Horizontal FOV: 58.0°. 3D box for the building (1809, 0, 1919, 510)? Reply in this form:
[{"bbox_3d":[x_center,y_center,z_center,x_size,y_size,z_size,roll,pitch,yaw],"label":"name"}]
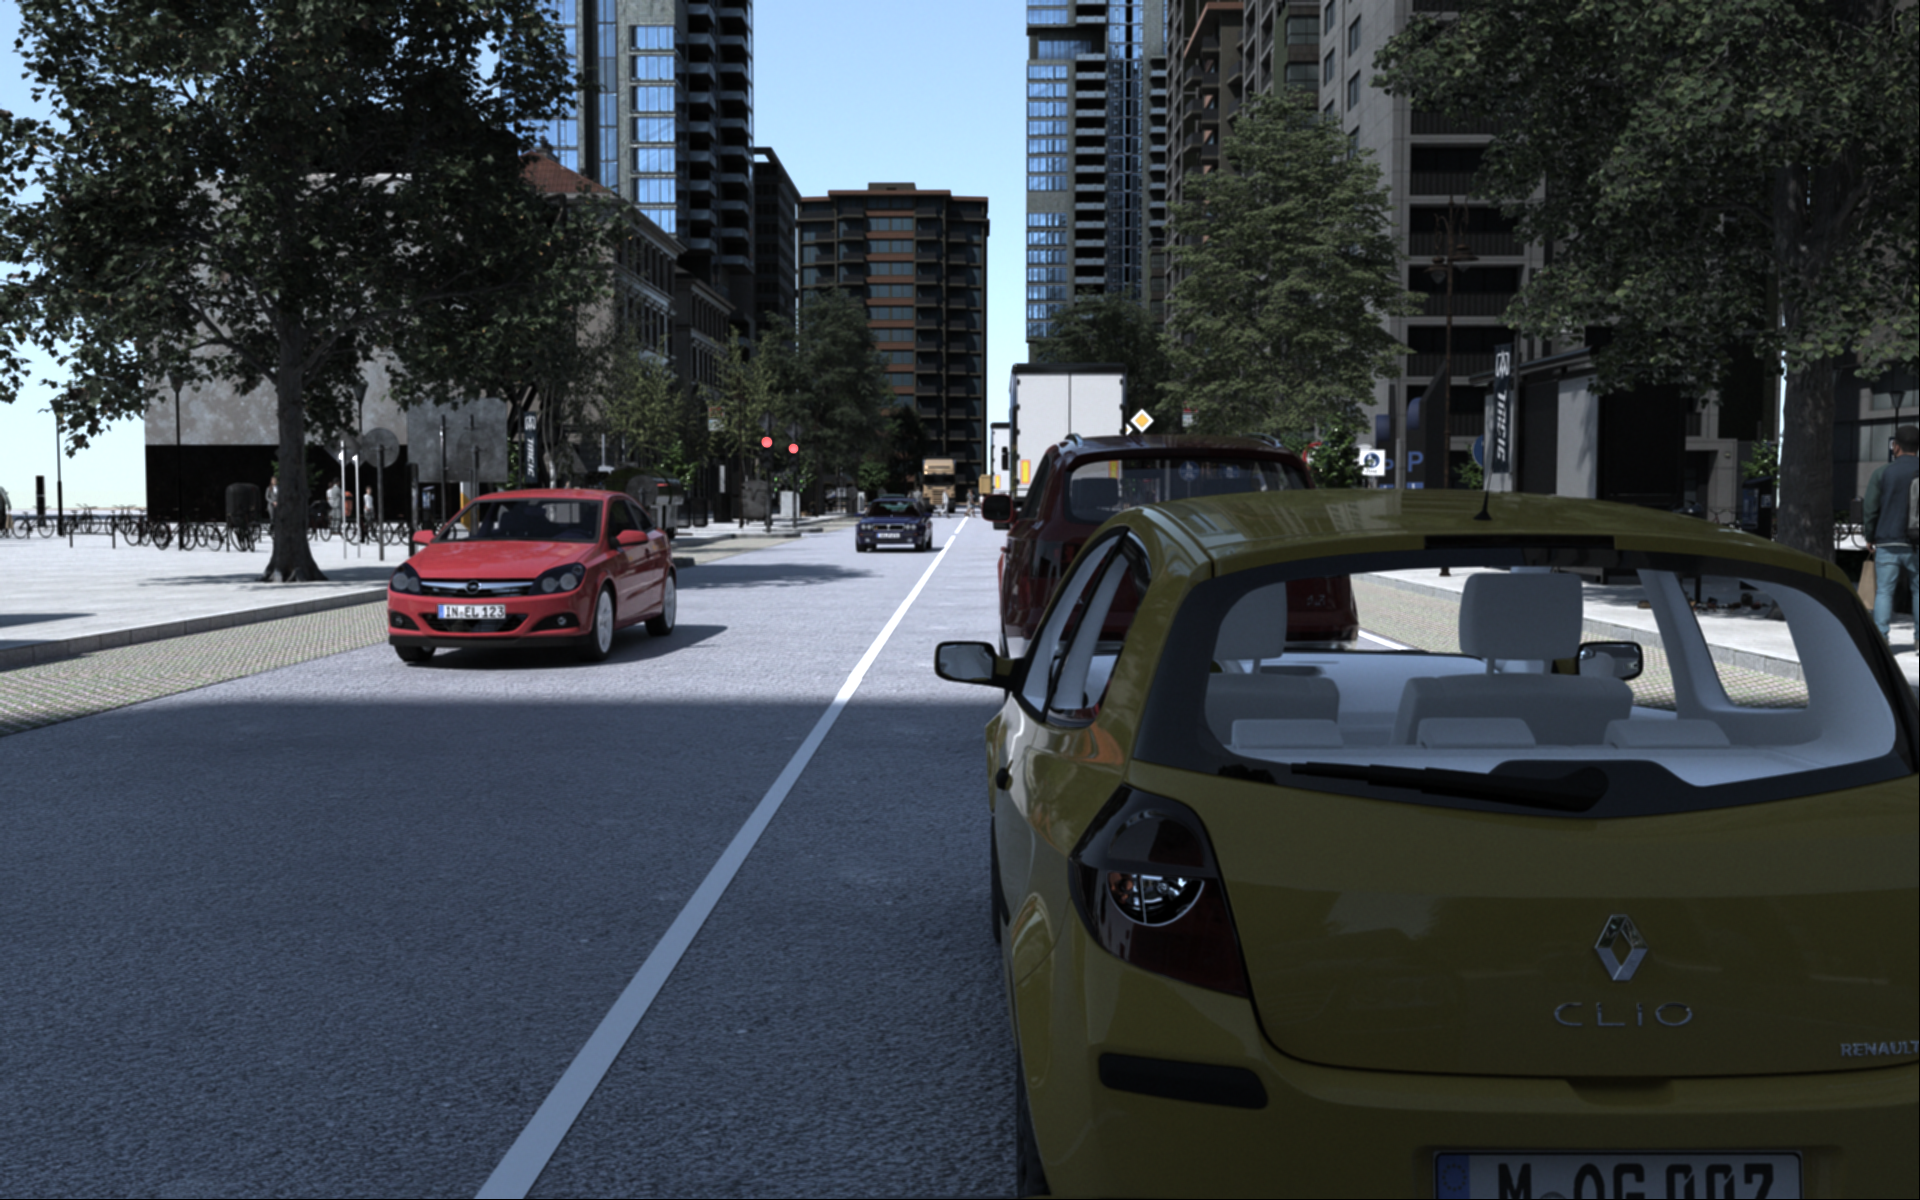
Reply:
[{"bbox_3d":[63.619,-30.613,89.767,27.495,52.752,28.713,0,4,1],"label":"building"}]

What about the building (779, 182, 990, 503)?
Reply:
[{"bbox_3d":[-10.235,-36.177,246.119,28.867,44.769,22.147,0,4,1],"label":"building"}]

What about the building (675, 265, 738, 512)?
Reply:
[{"bbox_3d":[-23.278,-16.237,130.107,10.561,19.102,19.286,0,4,1],"label":"building"}]

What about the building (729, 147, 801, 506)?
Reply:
[{"bbox_3d":[-30.039,-30.383,188.638,23.993,40.220,32.217,0,4,1],"label":"building"}]

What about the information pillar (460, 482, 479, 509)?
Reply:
[{"bbox_3d":[-11.972,-3.116,42.300,0.183,3.616,0.504,3,4,38],"label":"information pillar"}]

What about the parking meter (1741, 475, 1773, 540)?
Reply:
[{"bbox_3d":[10.707,-0.910,23.283,0.372,1.533,0.369,0,3,0],"label":"parking meter"}]

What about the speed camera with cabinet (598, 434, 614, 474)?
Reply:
[{"bbox_3d":[-11.604,-3.797,56.421,0.660,3.252,2.038,0,4,5],"label":"speed camera with cabinet"}]

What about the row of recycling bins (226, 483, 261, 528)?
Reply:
[{"bbox_3d":[-27.699,-3.655,66.868,1.069,1.692,3.534,-1,4,-14],"label":"row of recycling bins"}]

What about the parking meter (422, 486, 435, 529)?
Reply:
[{"bbox_3d":[-16.974,-2.871,55.355,0.372,1.533,0.369,0,3,0],"label":"parking meter"}]

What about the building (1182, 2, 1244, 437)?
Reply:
[{"bbox_3d":[31.622,-30.589,154.757,22.147,44.769,28.867,0,4,1],"label":"building"}]

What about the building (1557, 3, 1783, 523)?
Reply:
[{"bbox_3d":[29.874,-39.536,84.660,20.611,71.187,20.563,0,4,1],"label":"building"}]

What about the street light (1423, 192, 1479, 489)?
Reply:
[{"bbox_3d":[7.586,-3.310,26.912,0.468,5.910,1.993,0,4,1],"label":"street light"}]

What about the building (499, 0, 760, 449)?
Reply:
[{"bbox_3d":[-29.241,-51.481,154.385,22.319,86.520,31.000,0,4,1],"label":"building"}]

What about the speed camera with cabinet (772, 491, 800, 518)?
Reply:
[{"bbox_3d":[-9.659,-6.037,93.048,2.038,3.252,0.660,-1,4,-20],"label":"speed camera with cabinet"}]

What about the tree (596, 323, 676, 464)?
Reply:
[{"bbox_3d":[-13.469,-7.565,74.050,4.737,8.622,4.395,0,3,0],"label":"tree"}]

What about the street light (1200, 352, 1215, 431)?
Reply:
[{"bbox_3d":[8.011,-5.124,56.559,0.468,5.910,1.993,0,4,1],"label":"street light"}]

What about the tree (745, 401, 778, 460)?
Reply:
[{"bbox_3d":[-15.366,-11.221,133.829,4.360,8.622,3.978,0,3,0],"label":"tree"}]

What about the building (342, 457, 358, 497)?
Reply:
[{"bbox_3d":[-64.045,-33.528,198.292,14.200,45.320,14.600,0,4,1],"label":"building"}]

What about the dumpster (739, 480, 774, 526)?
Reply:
[{"bbox_3d":[-8.296,-3.956,70.439,1.264,1.857,1.865,0,4,1],"label":"dumpster"}]

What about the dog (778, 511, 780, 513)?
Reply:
[{"bbox_3d":[-11.967,-6.022,116.203,0.550,0.427,0.748,-1,4,-10],"label":"dog"}]

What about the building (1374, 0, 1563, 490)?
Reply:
[{"bbox_3d":[30.351,-42.135,127.166,20.563,71.187,20.611,0,4,1],"label":"building"}]

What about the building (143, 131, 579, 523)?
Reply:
[{"bbox_3d":[-27.548,-13.268,84.386,16.820,18.784,16.811,0,4,1],"label":"building"}]

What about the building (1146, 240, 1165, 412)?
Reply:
[{"bbox_3d":[28.138,-26.063,197.833,14.160,30.474,14.107,0,4,1],"label":"building"}]

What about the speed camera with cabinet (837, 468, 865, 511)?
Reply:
[{"bbox_3d":[-8.075,-8.179,128.063,2.038,3.252,0.660,0,4,-5],"label":"speed camera with cabinet"}]

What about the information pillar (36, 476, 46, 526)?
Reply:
[{"bbox_3d":[-36.587,-3.942,68.938,0.304,2.012,0.304,-2,4,-25],"label":"information pillar"}]

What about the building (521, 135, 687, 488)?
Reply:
[{"bbox_3d":[-24.743,-16.714,109.431,11.583,22.565,21.152,0,4,1],"label":"building"}]

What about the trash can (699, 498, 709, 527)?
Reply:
[{"bbox_3d":[-10.090,-3.397,67.187,0.748,1.137,0.748,0,3,0],"label":"trash can"}]

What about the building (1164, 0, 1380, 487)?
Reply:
[{"bbox_3d":[30.376,-45.320,179.233,20.563,71.187,20.611,0,4,1],"label":"building"}]

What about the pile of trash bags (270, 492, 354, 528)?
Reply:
[{"bbox_3d":[-24.330,-3.399,65.324,3.447,1.369,1.912,1,4,19],"label":"pile of trash bags"}]

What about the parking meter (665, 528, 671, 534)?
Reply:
[{"bbox_3d":[-8.540,-2.546,50.033,0.372,1.533,0.369,0,3,0],"label":"parking meter"}]

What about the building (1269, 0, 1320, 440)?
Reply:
[{"bbox_3d":[25.245,-20.273,103.163,14.160,30.474,14.107,0,4,1],"label":"building"}]

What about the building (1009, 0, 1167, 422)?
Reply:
[{"bbox_3d":[20.901,-56.942,243.671,31.000,86.520,22.319,0,4,1],"label":"building"}]

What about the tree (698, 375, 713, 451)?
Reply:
[{"bbox_3d":[-16.192,-9.142,99.827,4.360,8.622,3.978,0,3,0],"label":"tree"}]

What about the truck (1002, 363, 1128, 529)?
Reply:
[{"bbox_3d":[2.460,-3.288,42.676,2.839,4.237,11.283,0,4,1],"label":"truck"}]

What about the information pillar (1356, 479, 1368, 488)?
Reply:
[{"bbox_3d":[13.147,-3.192,56.674,0.304,2.012,0.304,-3,5,-43],"label":"information pillar"}]

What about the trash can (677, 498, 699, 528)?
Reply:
[{"bbox_3d":[-10.406,-3.267,65.069,0.748,1.137,0.748,0,3,0],"label":"trash can"}]

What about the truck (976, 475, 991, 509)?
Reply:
[{"bbox_3d":[3.246,-10.753,171.741,3.469,3.379,9.791,0,4,2],"label":"truck"}]

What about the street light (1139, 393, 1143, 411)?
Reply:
[{"bbox_3d":[8.283,-6.518,79.364,0.468,5.910,1.993,0,4,1],"label":"street light"}]

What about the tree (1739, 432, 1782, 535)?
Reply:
[{"bbox_3d":[25.390,-3.661,54.459,1.663,3.219,1.824,0,3,0],"label":"tree"}]

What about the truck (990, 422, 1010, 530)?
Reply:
[{"bbox_3d":[2.638,-5.156,73.216,2.839,4.237,11.283,0,4,2],"label":"truck"}]

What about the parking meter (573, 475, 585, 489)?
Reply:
[{"bbox_3d":[-11.394,-2.828,51.942,0.255,1.863,0.399,1,4,18],"label":"parking meter"}]

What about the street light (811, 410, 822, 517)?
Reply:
[{"bbox_3d":[-7.893,-7.506,95.511,0.468,5.910,1.993,0,4,1],"label":"street light"}]

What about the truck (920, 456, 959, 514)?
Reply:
[{"bbox_3d":[-1.537,-8.674,130.727,2.839,4.237,11.283,0,4,0],"label":"truck"}]

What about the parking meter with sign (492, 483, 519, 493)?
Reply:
[{"bbox_3d":[-14.823,-3.704,56.817,1.738,3.016,0.543,3,4,38],"label":"parking meter with sign"}]

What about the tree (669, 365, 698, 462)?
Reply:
[{"bbox_3d":[-16.367,-8.640,91.621,4.360,8.622,3.978,0,3,0],"label":"tree"}]

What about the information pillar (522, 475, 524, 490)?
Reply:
[{"bbox_3d":[-16.701,-3.737,65.596,0.304,2.012,0.304,2,4,32],"label":"information pillar"}]

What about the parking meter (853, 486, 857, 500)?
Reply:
[{"bbox_3d":[-7.675,-7.430,127.199,0.255,1.863,0.399,-2,4,-29],"label":"parking meter"}]

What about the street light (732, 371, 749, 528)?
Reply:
[{"bbox_3d":[-8.286,-5.661,65.352,0.468,5.910,1.993,0,4,1],"label":"street light"}]

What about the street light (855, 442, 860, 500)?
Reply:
[{"bbox_3d":[-7.446,-9.331,125.346,0.468,5.910,1.993,0,4,1],"label":"street light"}]
